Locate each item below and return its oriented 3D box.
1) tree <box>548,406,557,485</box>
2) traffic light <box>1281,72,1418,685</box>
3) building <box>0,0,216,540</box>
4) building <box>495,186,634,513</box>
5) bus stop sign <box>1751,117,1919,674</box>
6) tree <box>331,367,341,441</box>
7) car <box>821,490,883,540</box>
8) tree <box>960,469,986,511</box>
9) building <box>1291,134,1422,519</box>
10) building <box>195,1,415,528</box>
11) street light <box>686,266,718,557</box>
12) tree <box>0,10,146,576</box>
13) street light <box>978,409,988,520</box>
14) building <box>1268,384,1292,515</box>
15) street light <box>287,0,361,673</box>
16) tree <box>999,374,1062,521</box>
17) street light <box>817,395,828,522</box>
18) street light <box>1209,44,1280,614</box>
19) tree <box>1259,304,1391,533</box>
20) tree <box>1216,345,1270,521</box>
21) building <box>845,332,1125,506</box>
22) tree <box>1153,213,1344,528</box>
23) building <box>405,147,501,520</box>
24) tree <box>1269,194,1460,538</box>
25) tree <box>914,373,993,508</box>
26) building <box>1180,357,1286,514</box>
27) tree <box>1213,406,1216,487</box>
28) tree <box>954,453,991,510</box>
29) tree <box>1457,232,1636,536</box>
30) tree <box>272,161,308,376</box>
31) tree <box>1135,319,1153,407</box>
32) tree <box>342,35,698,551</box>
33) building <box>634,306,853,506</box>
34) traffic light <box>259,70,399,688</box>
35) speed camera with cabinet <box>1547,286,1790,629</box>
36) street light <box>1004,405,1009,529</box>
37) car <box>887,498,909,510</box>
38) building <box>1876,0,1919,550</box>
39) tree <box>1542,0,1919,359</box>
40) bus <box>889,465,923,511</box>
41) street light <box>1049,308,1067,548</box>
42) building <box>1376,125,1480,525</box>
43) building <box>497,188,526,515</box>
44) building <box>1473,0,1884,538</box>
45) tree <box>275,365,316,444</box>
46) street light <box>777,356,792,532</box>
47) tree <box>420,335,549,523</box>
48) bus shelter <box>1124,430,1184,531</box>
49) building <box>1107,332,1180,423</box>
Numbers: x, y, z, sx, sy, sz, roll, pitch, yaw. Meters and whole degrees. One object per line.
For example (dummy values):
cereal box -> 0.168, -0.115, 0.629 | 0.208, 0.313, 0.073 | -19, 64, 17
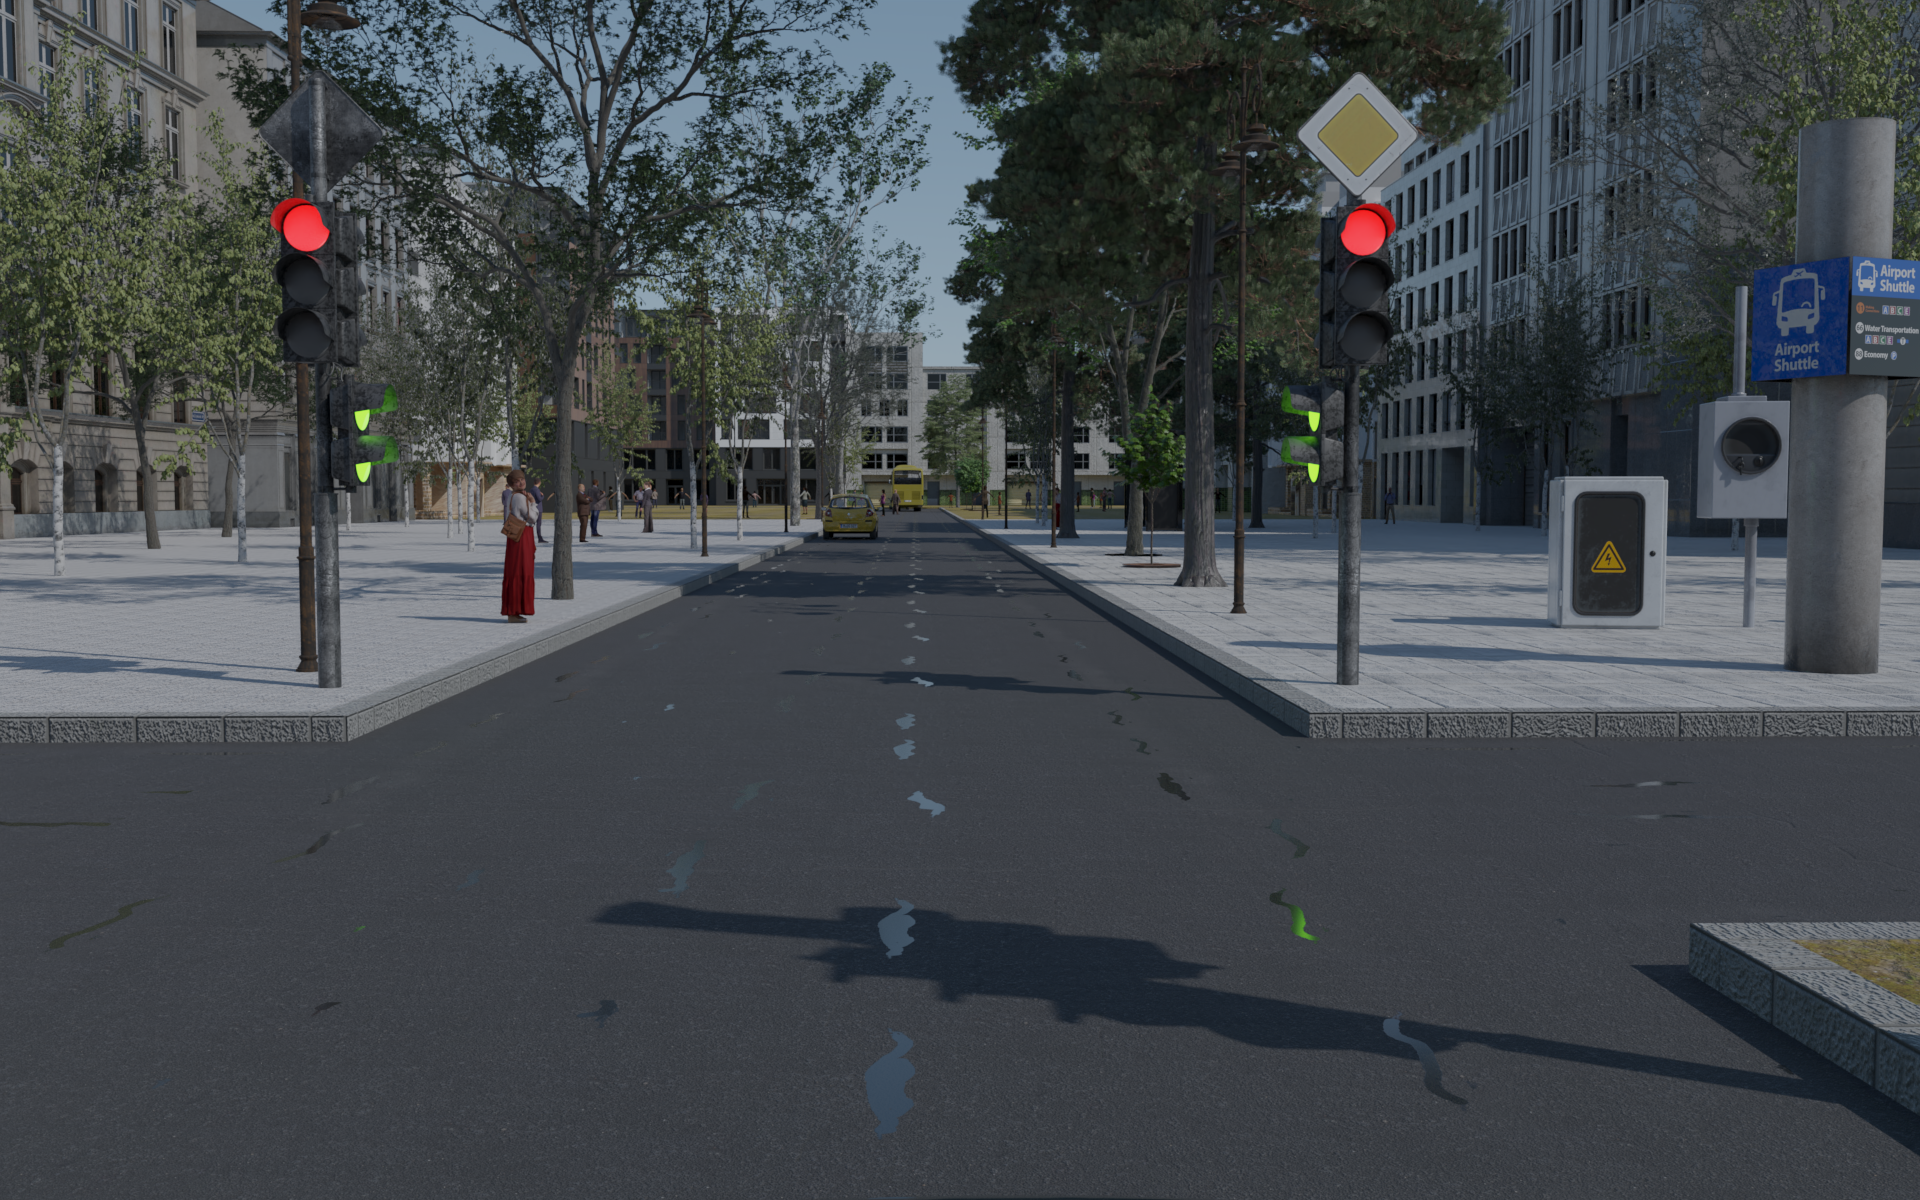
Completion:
tree -> -21.381, -8.181, 84.127 | 4.737, 8.622, 4.395 | 0, 3, 0
traffic light -> 2.595, -1.365, 11.565 | 0.839, 4.213, 0.868 | 0, 4, -1
building -> -32.647, -13.927, 46.783 | 14.460, 24.649, 34.723 | 0, 4, -1
building -> -43.238, -17.423, 128.841 | 32.646, 21.610, 27.936 | 0, 4, -1
bus stop sign -> 6.342, -1.436, 12.500 | 0.837, 3.901, 0.837 | -1, 4, -23
tree -> -15.087, -6.113, 50.307 | 4.360, 8.622, 3.978 | 0, 3, 0
car -> -3.517, -2.799, 55.987 | 2.015, 1.641, 3.980 | 0, 4, -1
tree -> 1.216, -8.359, 131.266 | 1.663, 3.219, 1.824 | 0, 3, 0
building -> 27.768, -14.634, 95.693 | 16.016, 20.091, 11.380 | 0, 4, -1
building -> -30.760, -13.750, 73.966 | 9.793, 20.994, 18.267 | 0, 4, -1
street light -> -5.233, -3.825, 35.322 | 0.468, 5.910, 1.993 | 0, 4, -1
tree -> -14.150, -4.699, 27.186 | 4.737, 8.622, 4.395 | 0, 3, 0
street light -> 1.130, -6.945, 86.346 | 0.468, 5.910, 1.993 | 0, 4, -1
building -> 27.535, -15.339, 107.220 | 16.016, 20.091, 11.380 | 0, 4, -1
street light -> -4.712, -2.420, 12.357 | 0.468, 5.910, 1.993 | 0, 4, -1
tree -> 3.899, -8.062, 82.171 | 4.737, 8.622, 4.395 | 0, 3, 0
street light -> -6.407, -6.588, 80.505 | 0.468, 5.910, 1.993 | 0, 4, -1
street light -> 2.996, -2.793, 18.449 | 0.468, 5.910, 1.993 | 0, 4, -1
tree -> 12.222, -6.529, 57.109 | 4.737, 8.622, 4.395 | 0, 3, 0
tree -> 10.050, -6.086, 49.867 | 4.360, 8.622, 3.978 | 0, 3, 0
building -> 3.045, -20.277, 197.987 | 31.486, 18.905, 16.747 | 0, 4, -1
tree -> 11.258, -8.763, 65.328 | 6.751, 12.117, 7.091 | 0, 3, 0
building -> -34.039, -14.390, 91.692 | 16.016, 20.091, 11.380 | 0, 4, -1
tree -> 9.964, -5.683, 43.275 | 4.360, 8.622, 3.978 | 0, 3, 0
tree -> -0.594, -14.984, 163.118 | 7.486, 12.596, 7.792 | 0, 3, 0
building -> 27.164, -16.064, 129.102 | 16.747, 18.905, 31.486 | 0, 4, -1
tree -> 13.013, -8.099, 82.774 | 4.360, 8.622, 3.978 | 0, 3, 0
tree -> 0.952, -9.360, 136.746 | 4.285, 4.588, 4.351 | 0, 3, 0
tree -> 16.660, -5.959, 47.792 | 4.360, 8.622, 3.978 | 0, 3, 0
tree -> -13.785, -5.028, 32.577 | 4.737, 8.622, 4.395 | 0, 3, 0
tree -> 9.761, -9.233, 73.007 | 6.751, 12.117, 7.091 | 0, 3, 0
tree -> -7.160, -4.790, 28.681 | 4.360, 8.622, 3.978 | 0, 3, 0
building -> -29.193, -21.923, 202.418 | 32.646, 21.610, 27.936 | 0, 4, -1
traffic light -> -4.163, -1.354, 11.376 | 0.839, 4.213, 0.868 | 0, 4, -1
speed camera with cabinet -> 6.742, -1.357, 16.527 | 2.038, 3.252, 0.660 | 1, 4, 9
street light -> 1.704, -5.564, 63.760 | 0.468, 5.910, 1.993 | 0, 4, -1
car -> -5.610, -9.029, 159.423 | 2.131, 1.459, 4.920 | 0, 4, -3
building -> 34.381, -14.610, 36.133 | 25.104, 27.353, 12.463 | 0, 4, -1
tree -> 15.778, -7.391, 31.210 | 12.009, 13.543, 11.850 | 0, 3, 0
bus -> -4.521, -9.462, 146.246 | 2.896, 3.916, 12.252 | 0, 4, -3
street light -> 2.237, -4.185, 41.213 | 0.468, 5.910, 1.993 | 0, 4, -1
building -> 26.487, -13.709, 78.898 | 10.420, 20.320, 16.860 | 0, 4, -1
building -> -34.973, -15.083, 103.030 | 16.016, 20.091, 11.380 | 0, 4, -1
building -> 27.272, -14.825, 60.413 | 12.078, 24.808, 19.932 | 0, 4, -1
tree -> -21.709, -6.744, 60.632 | 4.360, 8.622, 3.978 | 0, 3, 0
street light -> -5.837, -5.211, 57.993 | 0.468, 5.910, 1.993 | 0, 4, -1
tree -> -21.580, -7.732, 76.781 | 4.737, 8.622, 4.395 | 0, 3, 0
bus shelter -> 6.806, -4.354, 62.472 | 1.731, 3.624, 6.357 | 0, 4, -2
building -> 34.974, -21.999, 203.652 | 32.646, 21.610, 27.936 | 0, 4, -1
